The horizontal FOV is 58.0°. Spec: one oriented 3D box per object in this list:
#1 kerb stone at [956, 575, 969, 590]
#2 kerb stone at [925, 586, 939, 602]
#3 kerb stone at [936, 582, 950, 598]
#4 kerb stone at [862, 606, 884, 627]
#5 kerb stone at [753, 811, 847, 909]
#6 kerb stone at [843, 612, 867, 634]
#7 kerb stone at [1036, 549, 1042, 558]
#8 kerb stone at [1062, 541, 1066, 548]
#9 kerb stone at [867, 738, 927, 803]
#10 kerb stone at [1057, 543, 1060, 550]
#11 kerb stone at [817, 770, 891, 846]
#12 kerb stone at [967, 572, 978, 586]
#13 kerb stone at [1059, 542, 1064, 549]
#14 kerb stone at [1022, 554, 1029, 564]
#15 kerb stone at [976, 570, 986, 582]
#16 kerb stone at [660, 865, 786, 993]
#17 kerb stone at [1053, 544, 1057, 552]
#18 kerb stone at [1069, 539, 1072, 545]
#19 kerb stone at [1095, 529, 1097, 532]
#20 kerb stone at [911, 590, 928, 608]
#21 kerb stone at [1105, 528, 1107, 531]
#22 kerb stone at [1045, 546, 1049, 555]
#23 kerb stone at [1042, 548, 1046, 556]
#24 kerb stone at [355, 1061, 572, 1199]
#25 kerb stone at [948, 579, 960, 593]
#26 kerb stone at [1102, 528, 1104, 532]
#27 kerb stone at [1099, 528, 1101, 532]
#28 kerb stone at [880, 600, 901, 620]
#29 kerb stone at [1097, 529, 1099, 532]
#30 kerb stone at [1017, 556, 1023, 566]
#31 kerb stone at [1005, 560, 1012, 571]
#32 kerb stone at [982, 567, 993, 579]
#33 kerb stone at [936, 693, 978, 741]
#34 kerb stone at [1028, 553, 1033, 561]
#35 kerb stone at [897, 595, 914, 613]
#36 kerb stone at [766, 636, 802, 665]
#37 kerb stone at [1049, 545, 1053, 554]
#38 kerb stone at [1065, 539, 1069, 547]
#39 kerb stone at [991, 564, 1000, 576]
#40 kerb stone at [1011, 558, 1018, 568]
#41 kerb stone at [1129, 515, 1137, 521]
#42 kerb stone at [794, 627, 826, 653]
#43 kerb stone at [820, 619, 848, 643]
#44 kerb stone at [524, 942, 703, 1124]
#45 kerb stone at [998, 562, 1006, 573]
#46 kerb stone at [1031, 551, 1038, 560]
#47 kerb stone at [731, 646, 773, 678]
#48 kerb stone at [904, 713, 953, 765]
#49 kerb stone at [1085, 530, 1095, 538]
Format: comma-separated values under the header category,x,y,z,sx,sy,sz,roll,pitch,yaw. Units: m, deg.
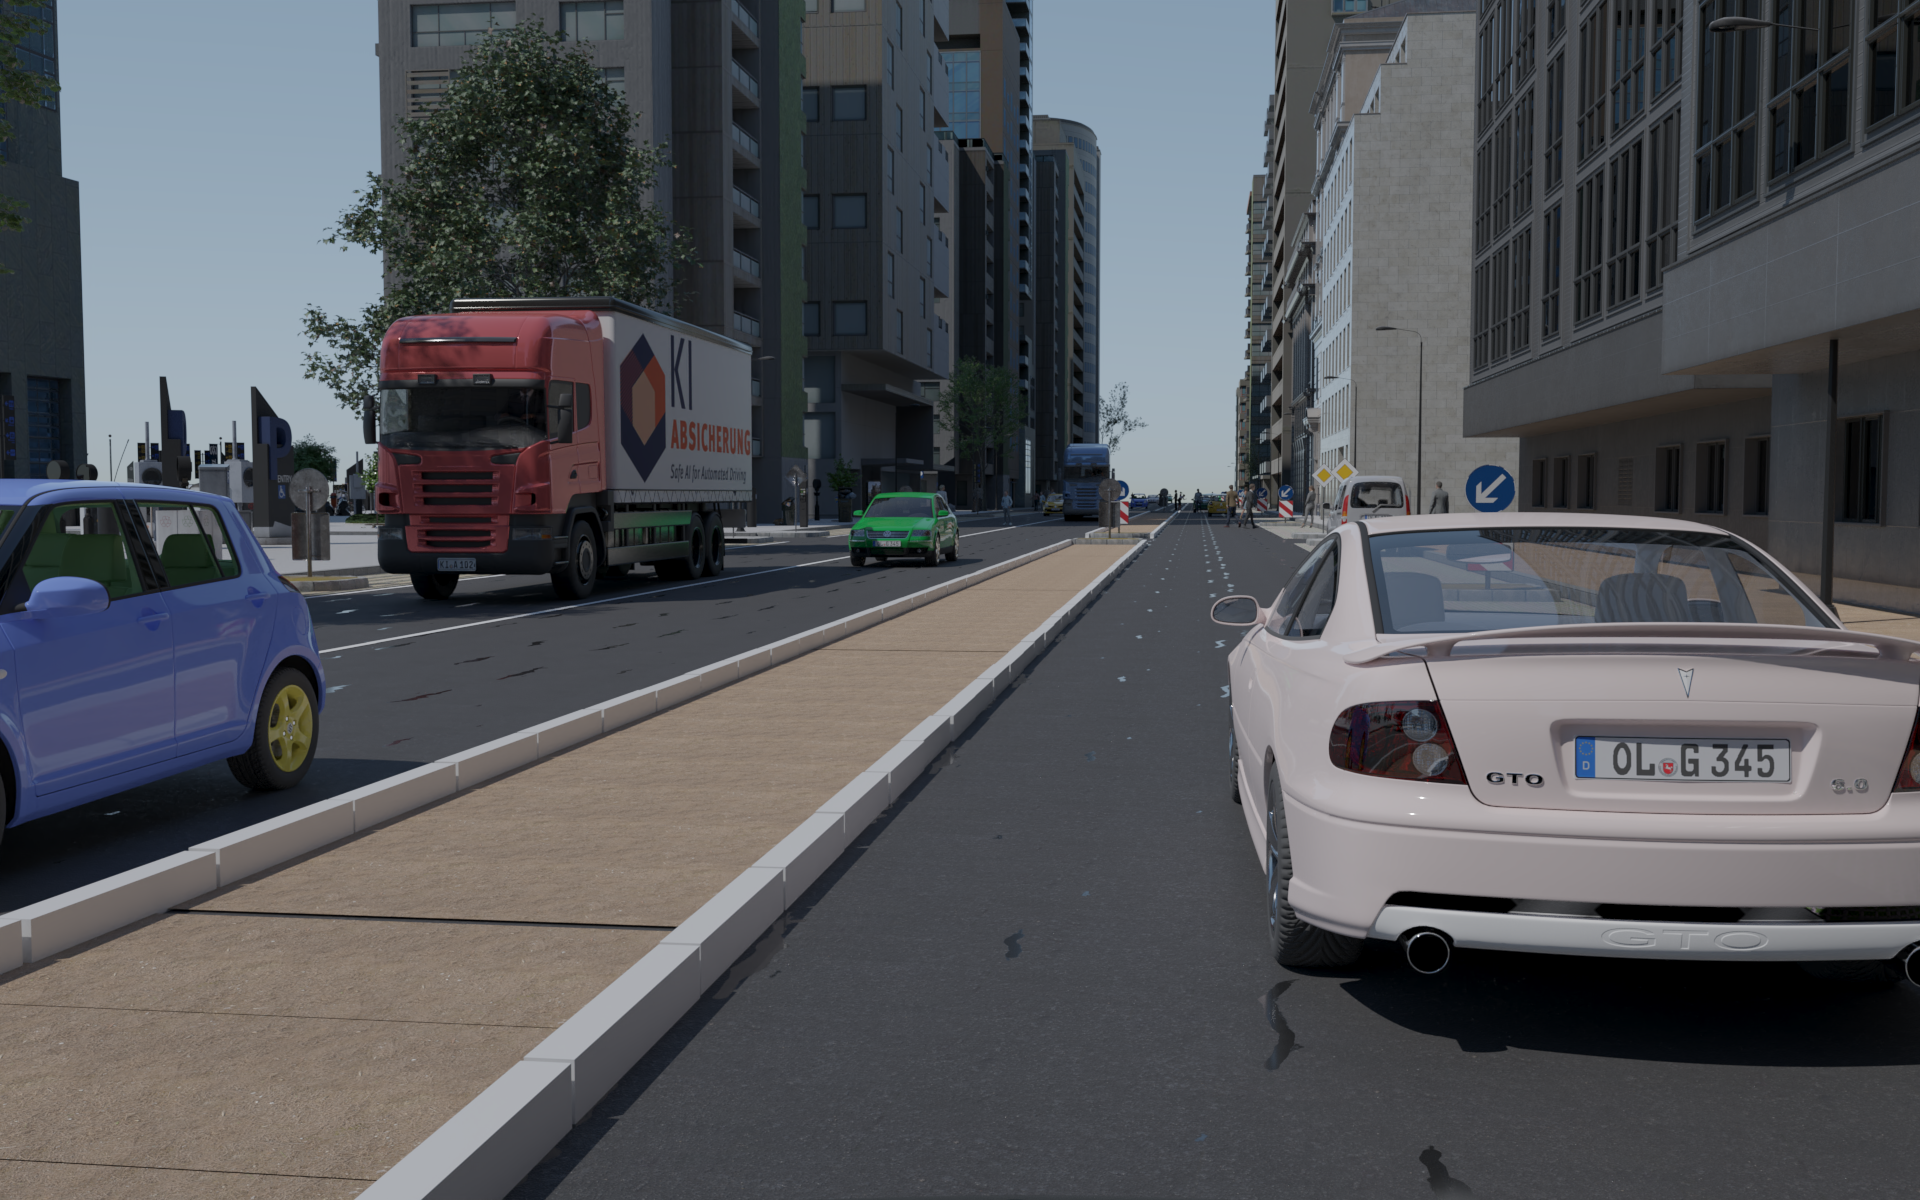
category,x,y,z,sx,sy,sz,roll,pitch,yaw
kerb stone,-0.031,-0.236,26.059,0.120,0.150,1.000,0,4,8
kerb stone,-0.440,-0.050,23.015,0.120,0.150,1.000,0,4,8
kerb stone,-0.309,-0.112,24.029,0.120,0.150,1.000,0,4,8
kerb stone,-1.004,0.199,18.945,0.120,0.150,1.000,0,4,8
kerb stone,-0.592,0.962,6.461,0.120,0.150,1.000,0,4,8
kerb stone,-1.138,0.261,17.931,0.120,0.150,1.000,0,4,8
kerb stone,1.647,-0.983,38.274,0.120,0.150,1.000,0,4,8
kerb stone,2.628,-1.415,45.398,0.120,0.150,1.000,0,4,8
kerb stone,-0.313,0.837,8.504,0.120,0.150,1.000,0,4,8
kerb stone,2.343,-1.295,43.373,0.120,0.150,1.000,0,4,8
kerb stone,-0.457,0.899,7.491,0.120,0.150,1.000,0,4,8
kerb stone,0.116,-0.298,27.073,0.120,0.150,1.000,0,4,8
kerb stone,2.492,-1.355,44.384,0.120,0.150,1.000,0,4,8
kerb stone,1.234,-0.797,35.228,0.120,0.150,1.000,0,4,8
kerb stone,0.253,-0.352,28.087,0.120,0.150,1.000,0,4,8
kerb stone,-0.732,1.024,5.448,0.120,0.150,1.000,0,4,8
kerb stone,2.215,-1.233,42.349,0.120,0.150,1.000,0,4,8
kerb stone,2.901,-1.543,47.426,0.120,0.150,1.000,0,4,8
kerb stone,4.514,-2.260,59.151,0.120,0.150,1.000,0,4,8
kerb stone,-0.581,0.012,21.994,0.120,0.150,1.000,0,4,8
kerb stone,5.345,-2.631,65.266,0.120,0.150,1.000,0,4,8
kerb stone,1.922,-1.108,40.317,0.120,0.150,1.000,0,4,8
kerb stone,1.788,-1.046,39.303,0.120,0.150,1.000,0,4,8
kerb stone,-1.003,1.148,3.421,0.120,0.150,1.000,0,4,8
kerb stone,-0.165,-0.174,25.041,0.120,0.150,1.000,0,4,8
kerb stone,5.067,-2.509,63.225,0.120,0.150,1.000,0,4,8
kerb stone,4.789,-2.385,61.194,0.120,0.150,1.000,0,4,8
kerb stone,-0.856,0.137,19.960,0.120,0.150,1.000,0,4,8
kerb stone,4.657,-2.323,60.180,0.120,0.150,1.000,0,4,8
kerb stone,1.093,-0.735,34.206,0.120,0.150,1.000,0,4,8
kerb stone,0.811,-0.610,32.169,0.120,0.150,1.000,0,4,8
kerb stone,0.390,-0.423,29.111,0.120,0.150,1.000,0,4,8
kerb stone,-0.029,0.713,10.531,0.120,0.150,1.000,0,4,8
kerb stone,1.363,-0.859,36.242,0.120,0.150,1.000,0,4,8
kerb stone,-0.724,0.075,20.974,0.120,0.150,1.000,0,4,8
kerb stone,-1.554,0.447,14.884,0.120,0.150,1.000,0,4,8
kerb stone,2.065,-1.167,41.329,0.120,0.150,1.000,0,4,8
kerb stone,2.765,-1.481,46.411,0.120,0.150,1.000,0,4,8
kerb stone,0.529,-0.485,30.132,0.120,0.150,1.000,0,4,8
kerb stone,0.951,-0.673,33.193,0.120,0.150,1.000,0,4,8
kerb stone,9.653,-4.559,96.732,0.120,0.150,1.000,0,4,8
kerb stone,-1.418,0.385,15.897,0.120,0.150,1.000,0,4,8
kerb stone,-1.279,0.324,16.912,0.120,0.150,1.000,0,4,8
kerb stone,-0.866,1.086,4.434,0.120,0.150,1.000,0,4,8
kerb stone,0.670,-0.548,31.147,0.120,0.150,1.000,0,4,8
kerb stone,1.510,-0.919,37.254,0.120,0.150,1.000,0,4,8
kerb stone,-1.698,0.509,13.869,0.120,0.150,1.000,0,4,8
kerb stone,-0.183,0.775,9.520,0.120,0.150,1.000,0,4,8
kerb stone,4.371,-2.198,58.130,0.120,0.150,1.000,0,4,8
